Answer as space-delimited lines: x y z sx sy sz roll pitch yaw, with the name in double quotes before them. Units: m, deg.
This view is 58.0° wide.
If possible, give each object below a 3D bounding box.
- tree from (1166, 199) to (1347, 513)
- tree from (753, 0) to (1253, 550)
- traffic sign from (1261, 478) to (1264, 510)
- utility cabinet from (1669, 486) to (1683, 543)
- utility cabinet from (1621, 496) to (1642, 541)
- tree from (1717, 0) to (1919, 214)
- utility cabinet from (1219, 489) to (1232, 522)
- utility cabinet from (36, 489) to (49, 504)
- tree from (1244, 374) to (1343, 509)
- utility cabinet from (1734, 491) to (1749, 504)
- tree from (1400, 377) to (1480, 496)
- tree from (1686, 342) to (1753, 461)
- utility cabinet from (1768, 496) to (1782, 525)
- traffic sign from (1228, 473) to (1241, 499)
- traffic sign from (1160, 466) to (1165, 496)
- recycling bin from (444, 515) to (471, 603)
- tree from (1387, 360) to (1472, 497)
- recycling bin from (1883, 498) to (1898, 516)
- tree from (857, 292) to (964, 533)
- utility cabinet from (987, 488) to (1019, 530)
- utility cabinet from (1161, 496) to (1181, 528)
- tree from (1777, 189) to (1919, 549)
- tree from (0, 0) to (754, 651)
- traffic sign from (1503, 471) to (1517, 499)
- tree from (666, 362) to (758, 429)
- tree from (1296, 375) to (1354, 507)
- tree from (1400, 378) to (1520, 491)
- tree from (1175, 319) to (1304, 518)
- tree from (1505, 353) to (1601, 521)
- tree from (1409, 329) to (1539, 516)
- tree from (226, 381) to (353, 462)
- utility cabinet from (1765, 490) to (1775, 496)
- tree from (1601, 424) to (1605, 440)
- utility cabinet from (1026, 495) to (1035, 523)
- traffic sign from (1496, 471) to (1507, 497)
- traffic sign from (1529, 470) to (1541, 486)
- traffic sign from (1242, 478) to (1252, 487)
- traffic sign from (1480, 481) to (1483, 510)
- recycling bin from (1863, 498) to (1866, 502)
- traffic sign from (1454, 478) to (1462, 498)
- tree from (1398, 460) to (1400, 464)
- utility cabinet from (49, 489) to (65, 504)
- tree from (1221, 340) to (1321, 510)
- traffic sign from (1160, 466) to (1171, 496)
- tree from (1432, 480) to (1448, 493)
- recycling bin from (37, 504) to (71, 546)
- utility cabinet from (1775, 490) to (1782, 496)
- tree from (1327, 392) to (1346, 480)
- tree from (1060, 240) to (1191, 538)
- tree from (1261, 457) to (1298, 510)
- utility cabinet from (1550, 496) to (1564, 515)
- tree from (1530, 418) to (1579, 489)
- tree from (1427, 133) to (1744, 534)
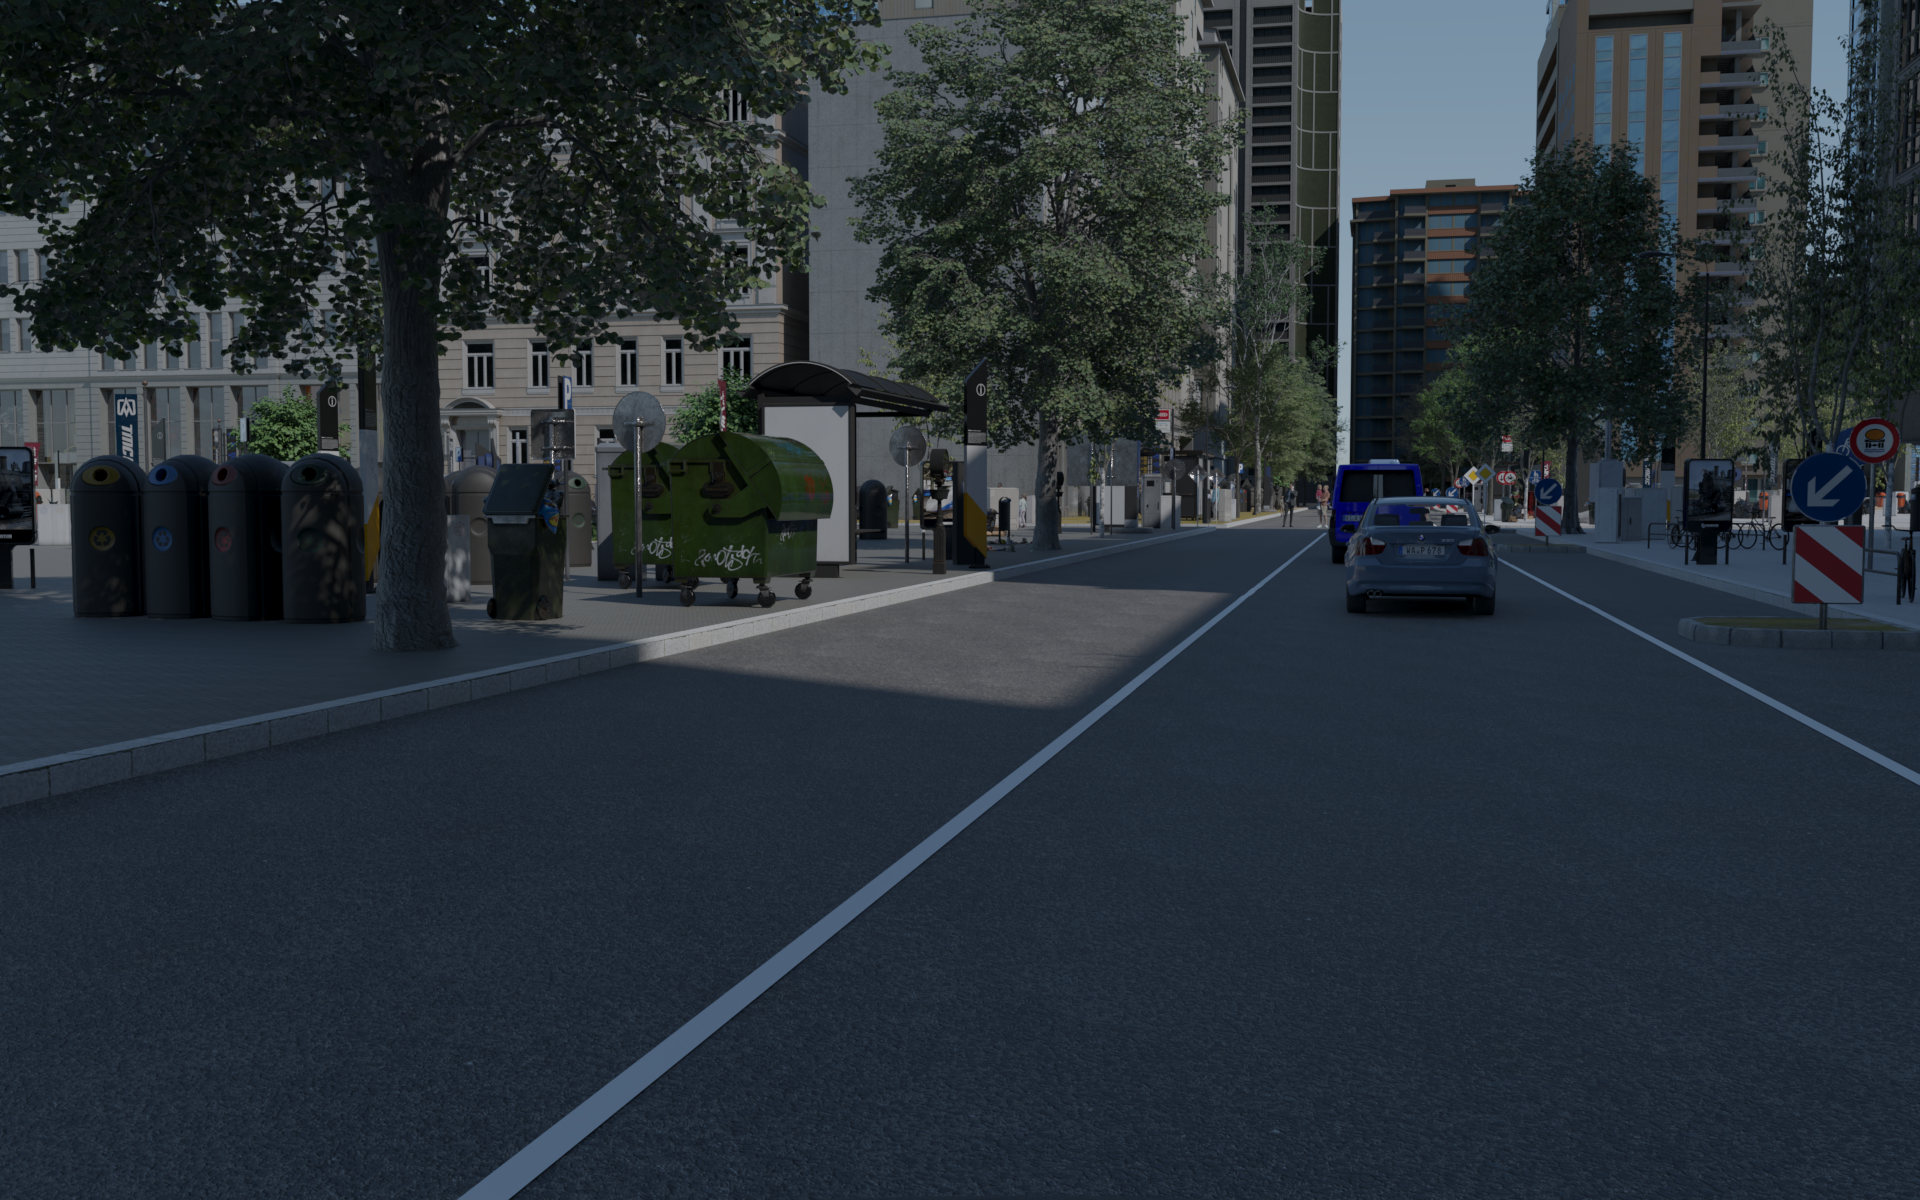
"tree" 18.963 -15.791 114.078 12.611 20.169 13.585 0 3 0
"tree" 2.032 -8.148 39.868 9.857 13.997 8.962 0 3 0
"traffic sign" 23.890 -8.317 136.093 0.768 2.556 0.104 1 4 16
"utility cabinet" 18.587 -2.219 44.964 0.318 1.500 1.173 1 4 22
"utility cabinet" 18.010 -2.202 47.159 1.020 1.237 0.306 0 4 -3
"tree" 12.986 -4.602 25.610 4.360 8.622 3.978 0 3 0
"utility cabinet" 12.130 -4.311 79.168 0.318 1.500 1.173 2 4 23
"utility cabinet" -41.095 -4.179 77.005 1.173 1.500 0.318 -3 5 -40
"tree" 27.827 -13.685 149.511 9.928 11.665 9.643 0 3 0
"utility cabinet" 54.470 -6.872 121.029 1.173 1.500 0.318 0 4 -1
"tree" 52.496 -17.213 188.086 9.857 13.997 8.962 0 3 0
"tree" 36.244 -8.075 82.387 4.737 8.622 4.395 0 3 0
"utility cabinet" 34.112 -3.711 71.841 1.020 1.237 0.306 0 4 7
"traffic sign" 16.855 -6.504 106.448 0.768 2.556 0.104 1 4 17
"traffic sign" 9.168 -4.809 78.732 0.768 2.556 0.104 1 4 15
"recycling bin" -6.339 -0.495 20.640 0.722 1.027 0.722 2 4 35
"tree" 44.346 -15.199 158.877 12.009 13.543 11.850 0 3 0
"recycling bin" 53.995 -5.381 100.541 0.722 1.027 0.722 2 4 30
"tree" -1.256 -6.502 56.666 4.737 8.622 4.395 0 3 0
"utility cabinet" 1.493 -3.187 60.781 1.173 1.500 0.318 -2 4 -30
"utility cabinet" 7.993 -3.375 66.351 1.020 1.237 0.306 -2 4 -34
"tree" 21.803 -5.526 40.710 4.737 8.622 4.395 0 3 0
"tree" -4.684 -6.570 14.074 9.857 13.997 8.962 0 3 0
"traffic sign" 30.213 -5.811 95.115 0.768 2.556 0.104 1 4 22
"tree" -5.600 -3.629 43.054 4.285 4.588 4.351 0 3 0
"tree" 33.537 -15.942 171.025 12.009 13.543 11.850 0 3 0
"tree" 38.301 -11.918 129.273 8.767 10.594 7.601 2 4 27
"tree" 14.693 -9.704 93.074 7.601 10.594 8.767 -2 4 -35
"tree" 27.344 -8.108 82.930 4.360 8.622 3.978 0 3 0
"tree" 31.671 -10.831 102.840 9.928 11.665 9.643 0 3 0
"tree" -19.611 -4.091 50.607 4.285 4.588 4.351 0 3 0
"utility cabinet" 47.961 -5.741 102.551 0.318 1.500 1.173 0 4 -2
"tree" 33.538 -8.827 94.684 4.360 8.622 3.978 0 3 0
"utility cabinet" 3.185 -4.021 76.907 0.306 1.237 1.020 1 4 16
"traffic sign" 29.966 -5.836 95.528 0.768 2.556 0.104 1 4 15
"traffic sign" 30.592 -5.622 92.021 0.768 2.556 0.104 1 4 21
"traffic sign" 22.820 -8.424 137.732 0.884 2.594 0.081 1 4 14
"traffic sign" 41.829 -8.475 138.570 0.884 2.594 0.081 1 4 15
"recycling bin" 63.589 -6.656 121.382 0.722 1.027 0.722 0 4 -5
"traffic sign" 40.163 -8.516 139.335 0.768 2.556 0.104 1 4 16
"tree" 59.490 -17.407 219.023 8.767 10.594 7.601 0 4 -3
"utility cabinet" -37.304 -3.854 71.697 0.318 1.500 1.173 -1 4 -19
"tree" 22.970 -12.864 128.452 7.486 12.596 7.792 0 3 0
"traffic sign" 9.114 -4.789 78.301 0.884 2.594 0.081 1 4 18
"tree" 54.324 -12.287 195.495 1.663 3.219 1.824 0 3 0
"recycling bin" -22.576 -1.881 43.309 0.722 1.027 0.722 -1 4 -10
"utility cabinet" 41.040 -4.697 85.468 1.173 1.500 0.318 1 4 11
"tree" 30.743 -15.494 159.986 9.857 13.997 8.962 0 3 0
"tree" 4.311 -6.089 49.918 4.737 8.622 4.395 0 3 0
"tree" 26.271 -9.761 143.304 4.285 4.588 4.351 0 3 0
"utility cabinet" 25.750 -3.888 74.726 0.306 1.237 1.020 0 4 2
"tree" 48.617 -11.581 139.706 4.737 8.622 4.395 0 3 0
"tree" 19.592 -8.447 55.114 9.611 12.733 9.660 0 3 0
